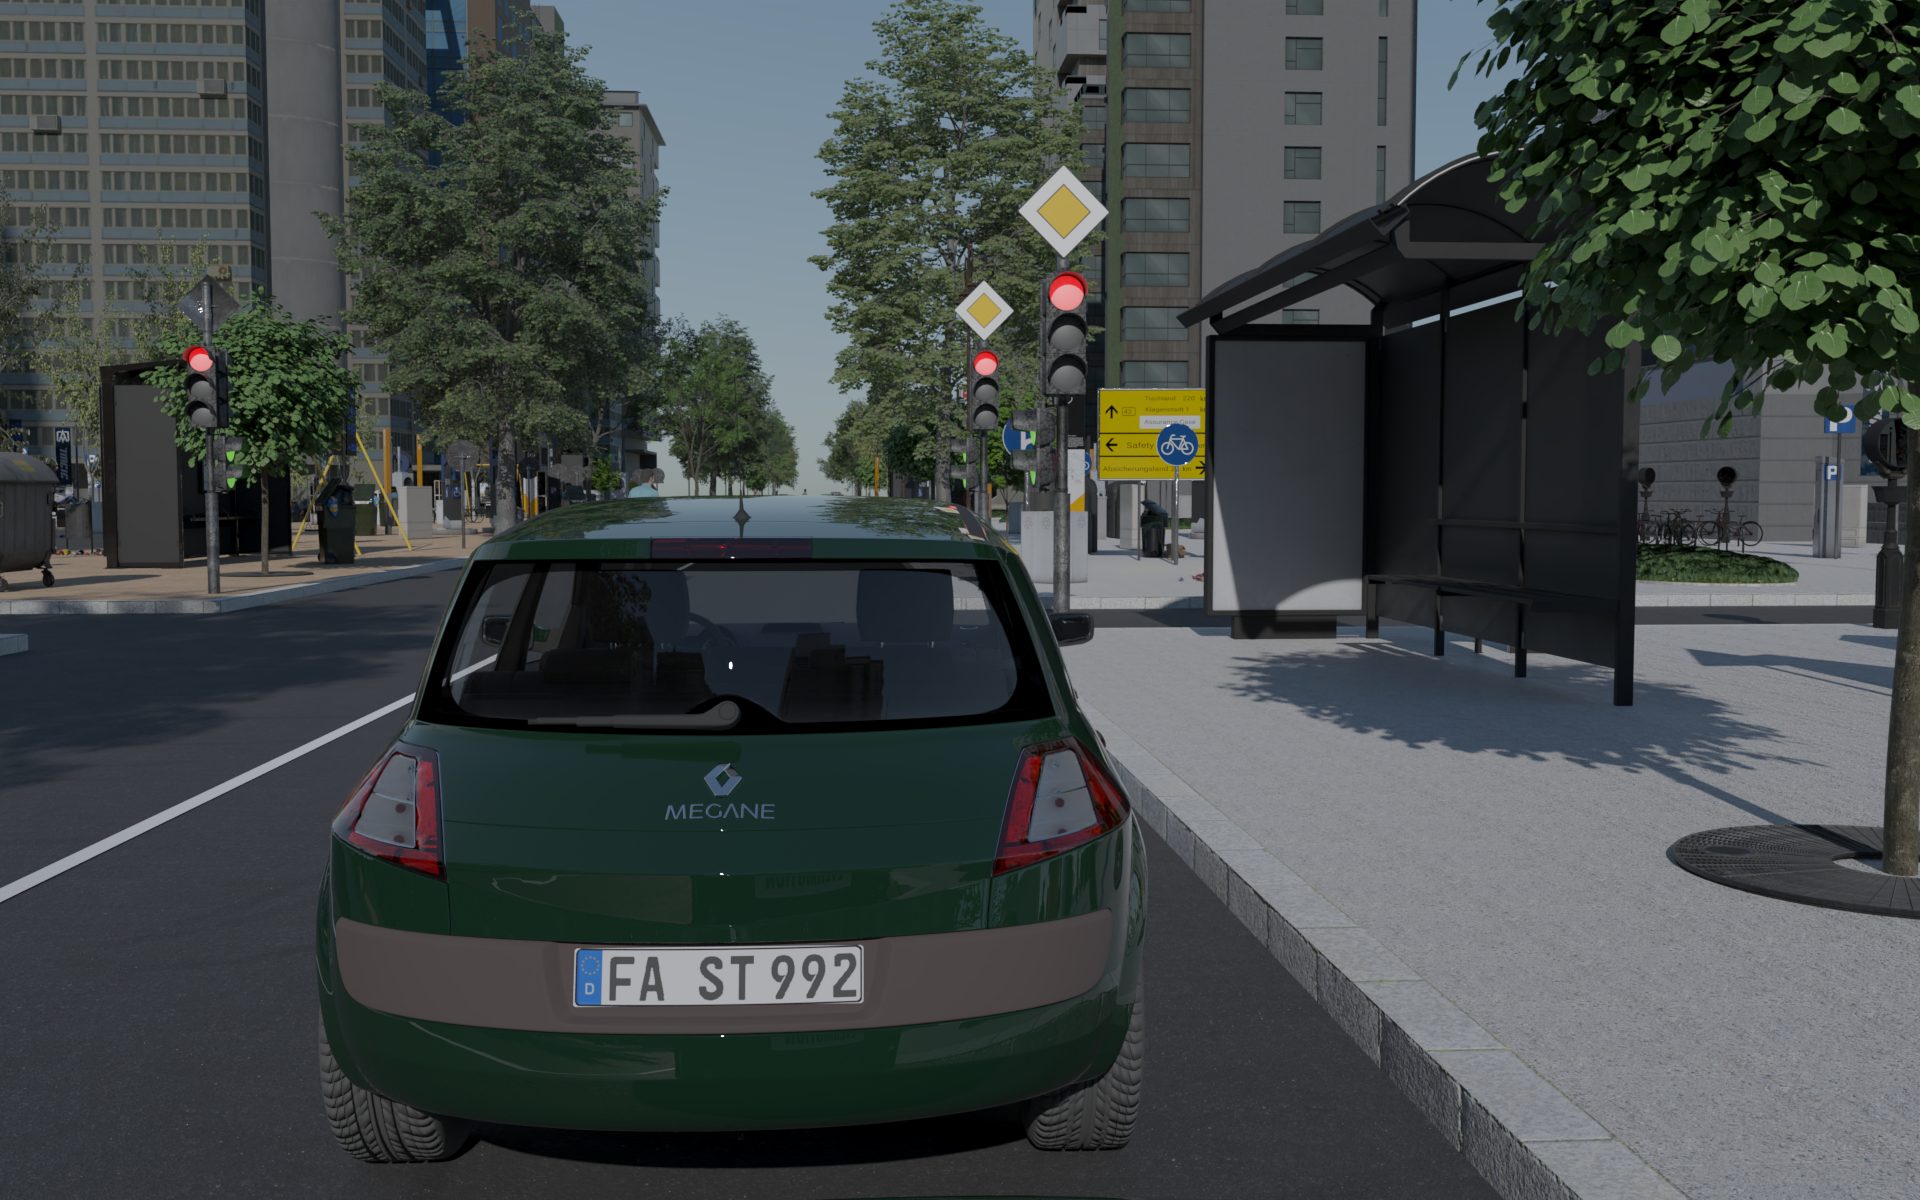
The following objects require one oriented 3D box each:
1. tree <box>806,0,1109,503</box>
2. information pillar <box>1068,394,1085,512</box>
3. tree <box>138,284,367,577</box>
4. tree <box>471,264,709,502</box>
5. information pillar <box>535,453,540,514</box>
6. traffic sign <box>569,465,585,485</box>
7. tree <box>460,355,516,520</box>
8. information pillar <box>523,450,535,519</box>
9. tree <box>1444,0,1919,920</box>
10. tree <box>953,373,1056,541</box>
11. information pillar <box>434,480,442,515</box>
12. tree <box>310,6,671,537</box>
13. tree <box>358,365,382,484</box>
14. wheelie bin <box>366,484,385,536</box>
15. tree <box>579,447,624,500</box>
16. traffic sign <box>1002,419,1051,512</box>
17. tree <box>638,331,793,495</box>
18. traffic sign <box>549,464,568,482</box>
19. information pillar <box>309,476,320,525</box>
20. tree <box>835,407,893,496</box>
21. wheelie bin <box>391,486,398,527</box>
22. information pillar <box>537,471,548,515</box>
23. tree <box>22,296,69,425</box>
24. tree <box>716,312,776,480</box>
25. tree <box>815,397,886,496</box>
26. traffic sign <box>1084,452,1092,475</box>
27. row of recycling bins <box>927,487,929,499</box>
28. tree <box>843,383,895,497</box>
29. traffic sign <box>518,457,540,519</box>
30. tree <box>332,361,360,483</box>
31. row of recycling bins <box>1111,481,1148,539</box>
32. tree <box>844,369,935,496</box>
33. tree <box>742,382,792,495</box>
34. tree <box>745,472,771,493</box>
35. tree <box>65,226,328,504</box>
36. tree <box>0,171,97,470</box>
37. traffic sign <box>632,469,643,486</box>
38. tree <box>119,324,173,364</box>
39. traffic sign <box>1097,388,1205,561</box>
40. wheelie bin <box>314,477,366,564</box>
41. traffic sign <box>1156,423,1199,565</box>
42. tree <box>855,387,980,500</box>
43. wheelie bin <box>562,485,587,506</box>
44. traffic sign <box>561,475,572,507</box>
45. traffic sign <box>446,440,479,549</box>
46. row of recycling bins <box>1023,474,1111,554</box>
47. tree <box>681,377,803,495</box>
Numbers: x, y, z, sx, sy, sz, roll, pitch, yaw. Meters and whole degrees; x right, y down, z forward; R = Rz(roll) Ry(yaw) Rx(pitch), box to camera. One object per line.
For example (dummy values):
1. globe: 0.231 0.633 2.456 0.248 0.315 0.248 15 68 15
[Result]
1. tree: -0.125 -7.436 39.710 7.486 12.596 7.792 0 3 0
2. information pillar: 2.064 -2.500 32.230 0.504 3.616 0.183 0 4 -3
3. tree: -11.052 -2.661 27.218 4.285 4.588 4.351 0 3 0
4. tree: -13.934 -7.975 64.811 8.767 10.594 7.601 -2 4 -31
5. information pillar: -19.603 -5.408 79.767 0.504 3.616 0.183 -3 5 -40
6. traffic sign: -16.864 -4.665 76.381 0.768 2.556 0.104 0 4 1
7. tree: -23.632 -8.222 84.796 4.360 8.622 3.978 0 3 0
8. information pillar: -19.696 -5.350 78.834 0.183 3.616 0.504 1 4 15
9. tree: 3.118 -1.343 5.666 4.285 4.588 4.351 0 3 0
10. tree: 0.719 -2.041 27.966 1.663 3.219 1.824 0 3 0
11. information pillar: -28.085 -5.430 93.266 0.304 2.012 0.304 1 4 11
12. tree: -12.463 -8.595 47.179 9.857 13.997 8.962 0 3 0
13. tree: -32.845 -8.676 92.217 4.737 8.622 4.395 0 3 0
14. wheelie bin: -18.234 -2.759 53.023 0.980 1.594 0.693 0 4 -2
15. tree: -14.677 -4.711 71.622 1.663 3.219 1.824 0 3 0
16. traffic sign: 1.040 -1.635 26.835 0.768 2.556 0.104 0 4 1
17. tree: -17.088 -11.360 111.489 9.928 11.665 9.643 0 3 0
18. traffic sign: -16.861 -4.444 72.765 0.768 2.556 0.104 0 4 -1
19. information pillar: -26.857 -4.137 72.136 0.304 2.012 0.304 3 5 41
20. tree: -9.780 -15.143 182.007 7.601 10.594 8.767 -3 4 -36
21. wheelie bin: -22.582 -3.706 68.493 0.980 1.594 0.693 0 4 1
22. information pillar: -13.221 -3.079 54.827 0.304 2.012 0.304 -1 4 -8
23. tree: -30.082 -6.721 60.256 4.737 8.622 4.395 0 3 0
24. tree: -17.653 -13.247 123.247 9.857 13.997 8.962 0 3 0
25. tree: -12.037 -17.631 205.269 9.611 12.733 9.660 0 3 0
26. traffic sign: 3.449 -3.069 50.286 0.768 2.556 0.104 0 4 2
27. row of recycling bins: -1.656 -5.394 95.298 1.069 1.692 3.534 1 4 15
28. tree: -4.478 -9.327 102.851 4.737 8.622 4.395 0 3 0
29. traffic sign: -14.743 -3.617 59.237 0.768 2.556 0.104 0 4 -1
30. tree: -26.773 -7.151 67.284 4.737 8.622 4.395 0 3 0
31. row of recycling bins: 4.826 -2.673 50.822 1.069 1.692 3.534 0 4 -2
32. tree: -3.122 -8.410 87.867 4.360 8.622 3.978 0 3 0
33. tree: -21.731 -16.057 172.899 12.009 13.543 11.850 0 3 0
34. tree: -22.560 -12.744 192.082 4.285 4.588 4.351 0 3 0
35. tree: -21.196 -5.989 48.275 4.737 8.622 4.395 0 3 0
36. tree: -18.072 -4.942 31.159 4.360 8.622 3.978 0 3 0
37. traffic sign: -16.271 -5.372 87.942 0.768 2.556 0.104 0 4 1
38. tree: -34.909 -7.567 74.090 4.360 8.622 3.978 0 3 0
39. traffic sign: 3.767 -2.406 33.216 2.265 3.308 0.079 0 4 3
40. wheelie bin: -11.467 -1.466 31.869 0.693 1.594 0.980 -2 4 -32
41. traffic sign: 3.905 -1.903 31.227 0.768 2.556 0.104 0 4 -2
42. tree: -0.815 -4.048 49.895 4.285 4.588 4.351 0 3 0
43. wheelie bin: -14.074 -3.369 62.998 0.980 1.594 0.693 -3 4 -37
44. traffic sign: -18.636 -4.962 81.134 0.884 2.594 0.081 0 4 4
45. traffic sign: -11.665 -2.479 40.636 0.768 2.556 0.104 0 4 -1
46. row of recycling bins: 2.210 -1.823 36.921 1.069 1.692 3.534 1 4 19
47. tree: -20.536 -14.490 153.919 9.611 12.733 9.660 0 3 0
